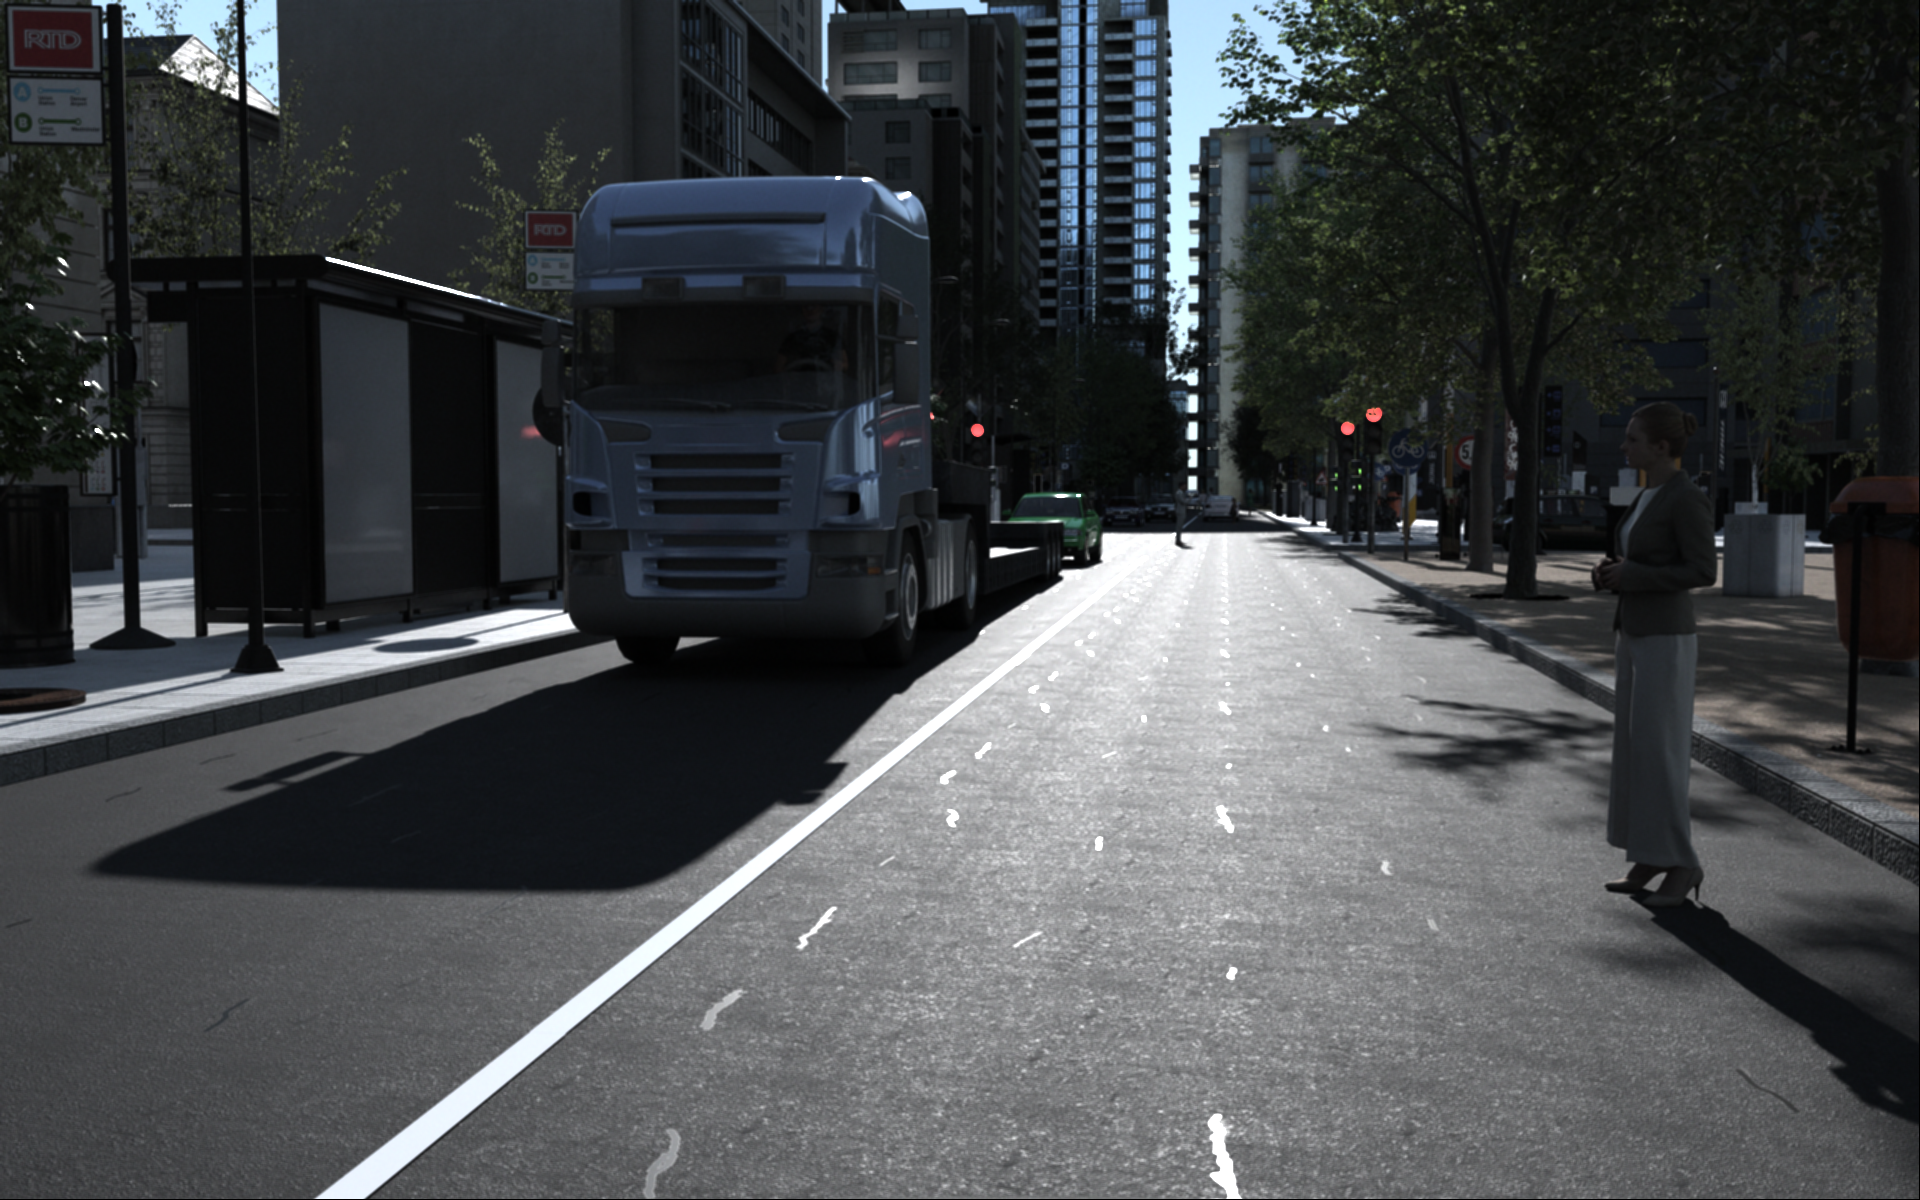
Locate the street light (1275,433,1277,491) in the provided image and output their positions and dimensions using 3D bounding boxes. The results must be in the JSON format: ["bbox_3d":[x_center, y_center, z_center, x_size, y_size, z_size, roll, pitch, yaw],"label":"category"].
[{"bbox_3d":[17.661,-7.508,95.296,1.470,5.913,1.316,1,4,9],"label":"street light"}]

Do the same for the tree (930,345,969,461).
[{"bbox_3d":[-1.696,-8.181,84.128,4.737,8.622,4.395,0,3,0],"label":"tree"}]

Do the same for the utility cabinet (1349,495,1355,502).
[{"bbox_3d":[17.444,-4.087,77.988,0.306,1.237,1.020,2,4,33],"label":"utility cabinet"}]

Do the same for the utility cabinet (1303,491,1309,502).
[{"bbox_3d":[22.765,-6.447,114.084,0.318,1.500,1.173,0,4,5],"label":"utility cabinet"}]

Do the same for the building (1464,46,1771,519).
[{"bbox_3d":[38.347,-34.224,101.556,21.231,58.520,28.212,1,4,9],"label":"building"}]

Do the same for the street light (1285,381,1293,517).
[{"bbox_3d":[13.946,-6.007,70.755,1.470,5.913,1.316,1,4,9],"label":"street light"}]

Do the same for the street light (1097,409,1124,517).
[{"bbox_3d":[8.148,-7.483,94.882,1.470,5.913,1.316,1,4,9],"label":"street light"}]

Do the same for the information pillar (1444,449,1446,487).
[{"bbox_3d":[25.245,-6.020,89.788,0.504,3.616,0.183,-3,5,-44],"label":"information pillar"}]

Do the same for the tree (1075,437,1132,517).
[{"bbox_3d":[8.193,-7.044,98.876,4.285,4.588,4.351,0,3,0],"label":"tree"}]

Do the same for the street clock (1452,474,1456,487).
[{"bbox_3d":[17.346,-3.417,60.444,0.471,2.002,0.358,1,4,21],"label":"street clock"}]

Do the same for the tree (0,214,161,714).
[{"bbox_3d":[-5.819,-0.960,10.291,1.663,3.219,1.824,0,3,0],"label":"tree"}]

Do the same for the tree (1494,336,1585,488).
[{"bbox_3d":[23.442,-7.409,71.505,4.737,8.622,4.395,0,3,0],"label":"tree"}]

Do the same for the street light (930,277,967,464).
[{"bbox_3d":[-0.725,-3.960,37.279,1.470,5.913,1.316,1,4,9],"label":"street light"}]

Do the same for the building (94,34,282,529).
[{"bbox_3d":[-37.222,-12.498,68.973,19.286,19.102,10.561,1,4,9],"label":"building"}]

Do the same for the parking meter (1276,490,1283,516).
[{"bbox_3d":[18.358,-5.574,99.543,0.372,1.533,0.369,0,3,0],"label":"parking meter"}]

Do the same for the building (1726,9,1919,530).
[{"bbox_3d":[43.929,-24.914,61.965,28.867,44.769,22.147,1,4,9],"label":"building"}]

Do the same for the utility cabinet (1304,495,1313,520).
[{"bbox_3d":[16.922,-4.454,83.983,0.306,1.237,1.020,0,4,2],"label":"utility cabinet"}]

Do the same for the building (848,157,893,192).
[{"bbox_3d":[-9.004,-16.168,100.504,11.583,22.565,21.152,1,4,9],"label":"building"}]

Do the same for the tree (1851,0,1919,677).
[{"bbox_3d":[6.274,-5.746,12.071,7.486,12.596,7.792,0,3,0],"label":"tree"}]

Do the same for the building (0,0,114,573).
[{"bbox_3d":[-27.141,-13.913,24.736,25.104,27.353,12.463,1,4,9],"label":"building"}]

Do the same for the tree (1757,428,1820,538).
[{"bbox_3d":[24.600,-3.466,51.267,1.663,3.219,1.824,0,3,0],"label":"tree"}]

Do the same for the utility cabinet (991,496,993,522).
[{"bbox_3d":[0.447,-2.504,52.101,1.020,1.237,0.306,1,4,19],"label":"utility cabinet"}]

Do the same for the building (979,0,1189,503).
[{"bbox_3d":[14.360,-55.851,225.827,31.000,86.520,22.319,1,4,9],"label":"building"}]

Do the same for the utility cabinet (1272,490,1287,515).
[{"bbox_3d":[19.878,-6.011,106.964,1.173,1.500,0.318,3,5,42],"label":"utility cabinet"}]

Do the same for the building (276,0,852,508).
[{"bbox_3d":[-14.667,-15.622,74.482,14.314,24.678,30.058,1,4,9],"label":"building"}]

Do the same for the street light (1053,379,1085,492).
[{"bbox_3d":[4.359,-5.985,70.401,1.470,5.913,1.316,1,4,9],"label":"street light"}]

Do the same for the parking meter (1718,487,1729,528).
[{"bbox_3d":[29.323,-3.557,66.567,0.372,1.533,0.369,0,3,0],"label":"parking meter"}]

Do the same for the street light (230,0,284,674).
[{"bbox_3d":[-4.555,-2.430,12.271,1.470,5.913,1.316,1,4,9],"label":"street light"}]

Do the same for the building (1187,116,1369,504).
[{"bbox_3d":[44.810,-36.894,222.826,30.456,49.044,23.786,1,4,9],"label":"building"}]

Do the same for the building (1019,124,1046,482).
[{"bbox_3d":[-4.203,-29.446,173.327,23.993,40.220,32.217,1,4,9],"label":"building"}]

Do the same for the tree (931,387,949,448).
[{"bbox_3d":[-1.872,-3.105,34.479,4.285,4.588,4.351,0,3,0],"label":"tree"}]

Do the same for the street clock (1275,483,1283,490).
[{"bbox_3d":[20.572,-6.555,111.749,0.471,2.002,0.358,-2,4,-23],"label":"street clock"}]

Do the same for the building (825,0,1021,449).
[{"bbox_3d":[-2.714,-28.156,143.942,14.154,41.232,14.086,1,4,9],"label":"building"}]

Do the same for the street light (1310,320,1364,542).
[{"bbox_3d":[10.070,-4.505,46.203,1.470,5.913,1.316,1,4,9],"label":"street light"}]

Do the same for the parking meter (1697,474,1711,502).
[{"bbox_3d":[21.071,-2.656,49.143,0.399,1.863,0.255,1,4,20],"label":"parking meter"}]

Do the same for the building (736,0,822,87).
[{"bbox_3d":[-26.238,-45.433,181.076,20.611,71.187,20.563,1,4,9],"label":"building"}]

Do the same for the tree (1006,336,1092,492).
[{"bbox_3d":[4.302,-8.018,81.453,4.737,8.622,4.395,0,3,0],"label":"tree"}]

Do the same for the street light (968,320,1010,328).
[{"bbox_3d":[0.636,-4.515,46.358,1.470,5.913,1.316,1,4,9],"label":"street light"}]

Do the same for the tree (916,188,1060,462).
[{"bbox_3d":[-0.335,-7.245,52.873,8.767,10.594,7.601,-3,5,-43],"label":"tree"}]

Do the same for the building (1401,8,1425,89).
[{"bbox_3d":[52.450,-33.327,164.496,23.786,49.044,30.456,1,4,9],"label":"building"}]

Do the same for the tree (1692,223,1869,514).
[{"bbox_3d":[21.140,-5.823,45.561,4.737,8.622,4.395,0,3,0],"label":"tree"}]

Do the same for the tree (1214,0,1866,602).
[{"bbox_3d":[6.770,-5.808,20.710,9.928,11.665,9.643,0,3,0],"label":"tree"}]

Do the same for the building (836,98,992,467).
[{"bbox_3d":[-5.508,-21.943,130.463,14.160,30.474,14.107,1,4,9],"label":"building"}]

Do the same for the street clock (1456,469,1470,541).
[{"bbox_3d":[13.855,-2.604,47.148,0.471,2.002,0.358,-3,5,-43],"label":"street clock"}]

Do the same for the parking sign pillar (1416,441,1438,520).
[{"bbox_3d":[23.631,-6.068,87.690,1.447,3.967,1.447,-3,5,-42],"label":"parking sign pillar"}]

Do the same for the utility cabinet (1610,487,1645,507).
[{"bbox_3d":[20.415,-2.694,52.733,1.173,1.500,0.318,1,4,15],"label":"utility cabinet"}]

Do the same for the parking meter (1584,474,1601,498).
[{"bbox_3d":[18.271,-2.712,50.059,0.399,1.863,0.255,0,4,-1],"label":"parking meter"}]

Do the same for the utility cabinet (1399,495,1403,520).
[{"bbox_3d":[21.675,-4.522,85.093,1.020,1.237,0.306,0,4,3],"label":"utility cabinet"}]

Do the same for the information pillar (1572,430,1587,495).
[{"bbox_3d":[22.468,-4.375,62.883,0.504,3.616,0.183,1,4,23],"label":"information pillar"}]

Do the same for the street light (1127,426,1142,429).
[{"bbox_3d":[11.766,-8.954,118.941,1.470,5.913,1.316,1,4,9],"label":"street light"}]
